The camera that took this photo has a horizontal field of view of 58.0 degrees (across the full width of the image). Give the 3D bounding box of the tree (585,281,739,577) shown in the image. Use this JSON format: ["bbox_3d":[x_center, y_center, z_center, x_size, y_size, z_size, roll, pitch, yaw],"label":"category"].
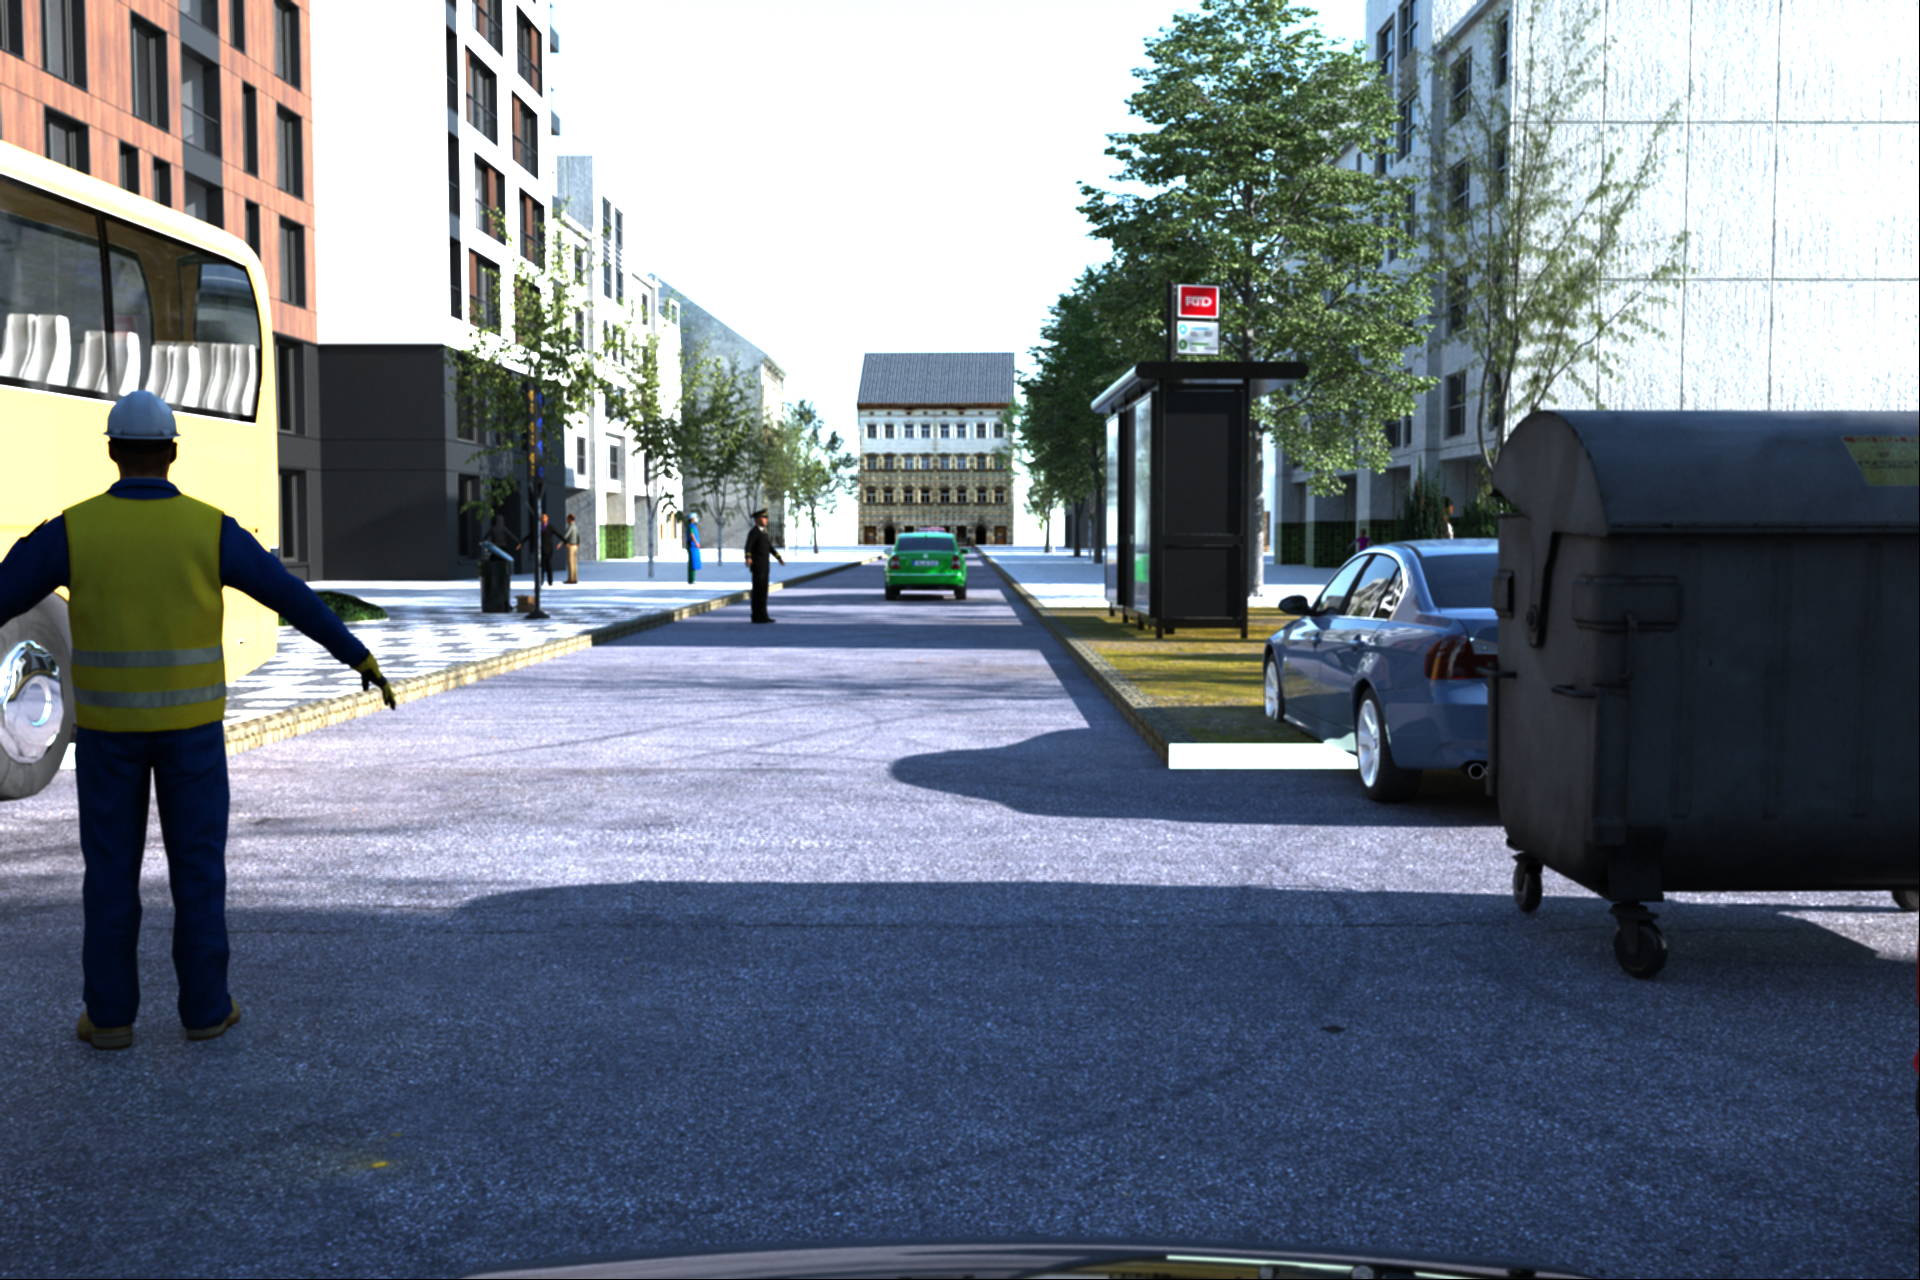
[{"bbox_3d":[-8.969,-6.176,51.342,4.737,8.622,4.395,0,3,0],"label":"tree"}]

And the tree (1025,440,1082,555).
[{"bbox_3d":[5.949,-9.679,108.615,4.737,8.622,4.395,0,3,0],"label":"tree"}]

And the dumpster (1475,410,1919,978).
[{"bbox_3d":[2.879,0.132,6.064,1.865,1.857,1.264,0,4,-1],"label":"dumpster"}]

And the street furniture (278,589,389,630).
[{"bbox_3d":[-11.307,-0.383,21.888,5.734,0.657,10.072,1,4,9],"label":"street furniture"}]

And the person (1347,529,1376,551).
[{"bbox_3d":[11.576,-2.470,49.656,0.991,1.433,0.599,2,4,26],"label":"person"}]

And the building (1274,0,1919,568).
[{"bbox_3d":[21.830,-11.718,58.050,16.747,18.905,31.486,0,3,0],"label":"building"}]

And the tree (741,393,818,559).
[{"bbox_3d":[-8.889,-8.526,89.770,4.360,8.622,3.978,0,3,0],"label":"tree"}]

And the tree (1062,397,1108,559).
[{"bbox_3d":[6.338,-8.380,87.373,4.360,8.622,3.978,0,3,0],"label":"tree"}]

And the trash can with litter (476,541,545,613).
[{"bbox_3d":[-7.315,-1.028,28.197,1.055,1.170,0.624,0,4,2],"label":"trash can with litter"}]

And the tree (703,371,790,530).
[{"bbox_3d":[-9.385,-7.804,77.965,4.360,8.622,3.978,0,3,0],"label":"tree"}]

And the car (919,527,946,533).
[{"bbox_3d":[-1.577,-5.472,98.132,2.281,1.827,5.304,0,3,0],"label":"car"}]

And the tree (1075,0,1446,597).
[{"bbox_3d":[5.670,-7.163,35.250,7.486,12.596,7.792,0,3,0],"label":"tree"}]

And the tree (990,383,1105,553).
[{"bbox_3d":[5.879,-11.666,116.487,9.928,11.665,9.643,0,3,0],"label":"tree"}]

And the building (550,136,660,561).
[{"bbox_3d":[-25.427,-13.138,81.260,16.747,18.905,31.486,0,4,1],"label":"building"}]

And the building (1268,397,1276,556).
[{"bbox_3d":[23.015,-9.061,90.293,9.099,9.664,28.070,0,4,0],"label":"building"}]

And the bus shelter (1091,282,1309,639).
[{"bbox_3d":[3.138,-2.917,25.328,2.179,5.291,8.768,0,4,-1],"label":"bus shelter"}]

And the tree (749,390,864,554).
[{"bbox_3d":[-9.535,-10.860,111.974,7.601,10.594,8.767,3,4,39],"label":"tree"}]

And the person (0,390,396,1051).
[{"bbox_3d":[-2.299,0.214,4.920,1.349,1.833,0.705,-2,4,-24],"label":"person"}]

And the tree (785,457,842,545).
[{"bbox_3d":[-17.680,-16.776,208.691,7.601,10.594,8.767,0,4,8],"label":"tree"}]

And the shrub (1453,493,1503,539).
[{"bbox_3d":[8.914,-1.520,28.902,1.661,2.075,1.752,0,3,0],"label":"shrub"}]

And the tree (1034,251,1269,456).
[{"bbox_3d":[6.617,-8.242,60.510,9.928,11.665,9.643,0,3,0],"label":"tree"}]

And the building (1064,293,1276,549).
[{"bbox_3d":[23.657,-19.533,163.338,27.936,21.610,32.646,0,3,0],"label":"building"}]

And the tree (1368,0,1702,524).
[{"bbox_3d":[7.065,-4.467,23.398,4.360,8.622,3.978,0,3,0],"label":"tree"}]

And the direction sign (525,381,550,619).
[{"bbox_3d":[-6.415,-2.091,26.191,0.379,3.537,0.876,0,4,0],"label":"direction sign"}]

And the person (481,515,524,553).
[{"bbox_3d":[-12.992,-2.621,48.982,1.348,1.813,0.705,1,4,16],"label":"person"}]

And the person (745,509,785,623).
[{"bbox_3d":[-3.203,-1.199,27.995,0.705,1.837,1.347,1,4,19],"label":"person"}]

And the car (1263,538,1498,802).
[{"bbox_3d":[3.040,0.088,10.563,2.014,1.417,4.499,0,4,-1],"label":"car"}]

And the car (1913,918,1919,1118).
[{"bbox_3d":[2.850,0.443,1.805,2.155,1.783,4.494,0,3,0],"label":"car"}]

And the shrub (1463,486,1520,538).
[{"bbox_3d":[5.752,-0.805,17.575,1.690,2.028,1.600,0,3,0],"label":"shrub"}]

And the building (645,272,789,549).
[{"bbox_3d":[-25.850,-19.793,154.536,19.493,23.208,18.063,0,3,0],"label":"building"}]

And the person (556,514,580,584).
[{"bbox_3d":[-10.054,-2.349,44.681,0.705,1.796,1.348,1,4,9],"label":"person"}]

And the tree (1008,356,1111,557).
[{"bbox_3d":[6.686,-10.428,96.248,9.928,11.665,9.643,0,3,0],"label":"tree"}]

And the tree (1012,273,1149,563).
[{"bbox_3d":[5.708,-9.660,76.076,7.486,12.596,7.792,0,3,0],"label":"tree"}]

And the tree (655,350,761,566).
[{"bbox_3d":[-9.781,-7.280,69.391,4.737,8.622,4.395,0,3,0],"label":"tree"}]

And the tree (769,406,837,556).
[{"bbox_3d":[-9.269,-9.088,98.951,4.737,8.622,4.395,0,3,0],"label":"tree"}]

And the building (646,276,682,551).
[{"bbox_3d":[-27.627,-16.636,128.417,16.016,20.090,11.380,0,4,-1],"label":"building"}]

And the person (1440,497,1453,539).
[{"bbox_3d":[7.072,-1.168,25.248,0.704,1.843,1.345,1,4,15],"label":"person"}]

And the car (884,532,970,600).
[{"bbox_3d":[-0.754,-1.847,38.993,1.959,1.807,4.718,0,4,-1],"label":"car"}]

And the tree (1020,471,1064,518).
[{"bbox_3d":[10.522,-16.331,201.426,7.601,10.594,8.767,0,4,5],"label":"tree"}]

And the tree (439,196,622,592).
[{"bbox_3d":[-9.406,-5.373,38.212,4.737,8.622,4.395,0,3,0],"label":"tree"}]

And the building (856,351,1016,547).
[{"bbox_3d":[-2.457,-22.890,207.631,18.063,23.208,19.493,0,4,2],"label":"building"}]

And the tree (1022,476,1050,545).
[{"bbox_3d":[9.650,-15.805,208.770,4.737,8.622,4.395,0,3,0],"label":"tree"}]

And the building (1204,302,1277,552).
[{"bbox_3d":[24.744,-17.259,138.596,16.016,20.090,11.380,0,4,1],"label":"building"}]

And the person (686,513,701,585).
[{"bbox_3d":[-6.747,-2.308,43.860,0.704,1.817,1.347,-1,4,-12],"label":"person"}]

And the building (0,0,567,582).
[{"bbox_3d":[-27.854,-12.254,44.327,27.936,21.610,32.646,0,4,0],"label":"building"}]

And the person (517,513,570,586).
[{"bbox_3d":[-10.305,-2.246,42.945,1.346,1.802,0.704,0,4,2],"label":"person"}]

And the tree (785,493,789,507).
[{"bbox_3d":[-21.407,-15.409,202.295,4.360,8.622,3.978,0,3,0],"label":"tree"}]

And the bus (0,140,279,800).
[{"bbox_3d":[-6.246,-0.915,6.510,2.896,3.916,12.252,0,4,0],"label":"bus"}]
